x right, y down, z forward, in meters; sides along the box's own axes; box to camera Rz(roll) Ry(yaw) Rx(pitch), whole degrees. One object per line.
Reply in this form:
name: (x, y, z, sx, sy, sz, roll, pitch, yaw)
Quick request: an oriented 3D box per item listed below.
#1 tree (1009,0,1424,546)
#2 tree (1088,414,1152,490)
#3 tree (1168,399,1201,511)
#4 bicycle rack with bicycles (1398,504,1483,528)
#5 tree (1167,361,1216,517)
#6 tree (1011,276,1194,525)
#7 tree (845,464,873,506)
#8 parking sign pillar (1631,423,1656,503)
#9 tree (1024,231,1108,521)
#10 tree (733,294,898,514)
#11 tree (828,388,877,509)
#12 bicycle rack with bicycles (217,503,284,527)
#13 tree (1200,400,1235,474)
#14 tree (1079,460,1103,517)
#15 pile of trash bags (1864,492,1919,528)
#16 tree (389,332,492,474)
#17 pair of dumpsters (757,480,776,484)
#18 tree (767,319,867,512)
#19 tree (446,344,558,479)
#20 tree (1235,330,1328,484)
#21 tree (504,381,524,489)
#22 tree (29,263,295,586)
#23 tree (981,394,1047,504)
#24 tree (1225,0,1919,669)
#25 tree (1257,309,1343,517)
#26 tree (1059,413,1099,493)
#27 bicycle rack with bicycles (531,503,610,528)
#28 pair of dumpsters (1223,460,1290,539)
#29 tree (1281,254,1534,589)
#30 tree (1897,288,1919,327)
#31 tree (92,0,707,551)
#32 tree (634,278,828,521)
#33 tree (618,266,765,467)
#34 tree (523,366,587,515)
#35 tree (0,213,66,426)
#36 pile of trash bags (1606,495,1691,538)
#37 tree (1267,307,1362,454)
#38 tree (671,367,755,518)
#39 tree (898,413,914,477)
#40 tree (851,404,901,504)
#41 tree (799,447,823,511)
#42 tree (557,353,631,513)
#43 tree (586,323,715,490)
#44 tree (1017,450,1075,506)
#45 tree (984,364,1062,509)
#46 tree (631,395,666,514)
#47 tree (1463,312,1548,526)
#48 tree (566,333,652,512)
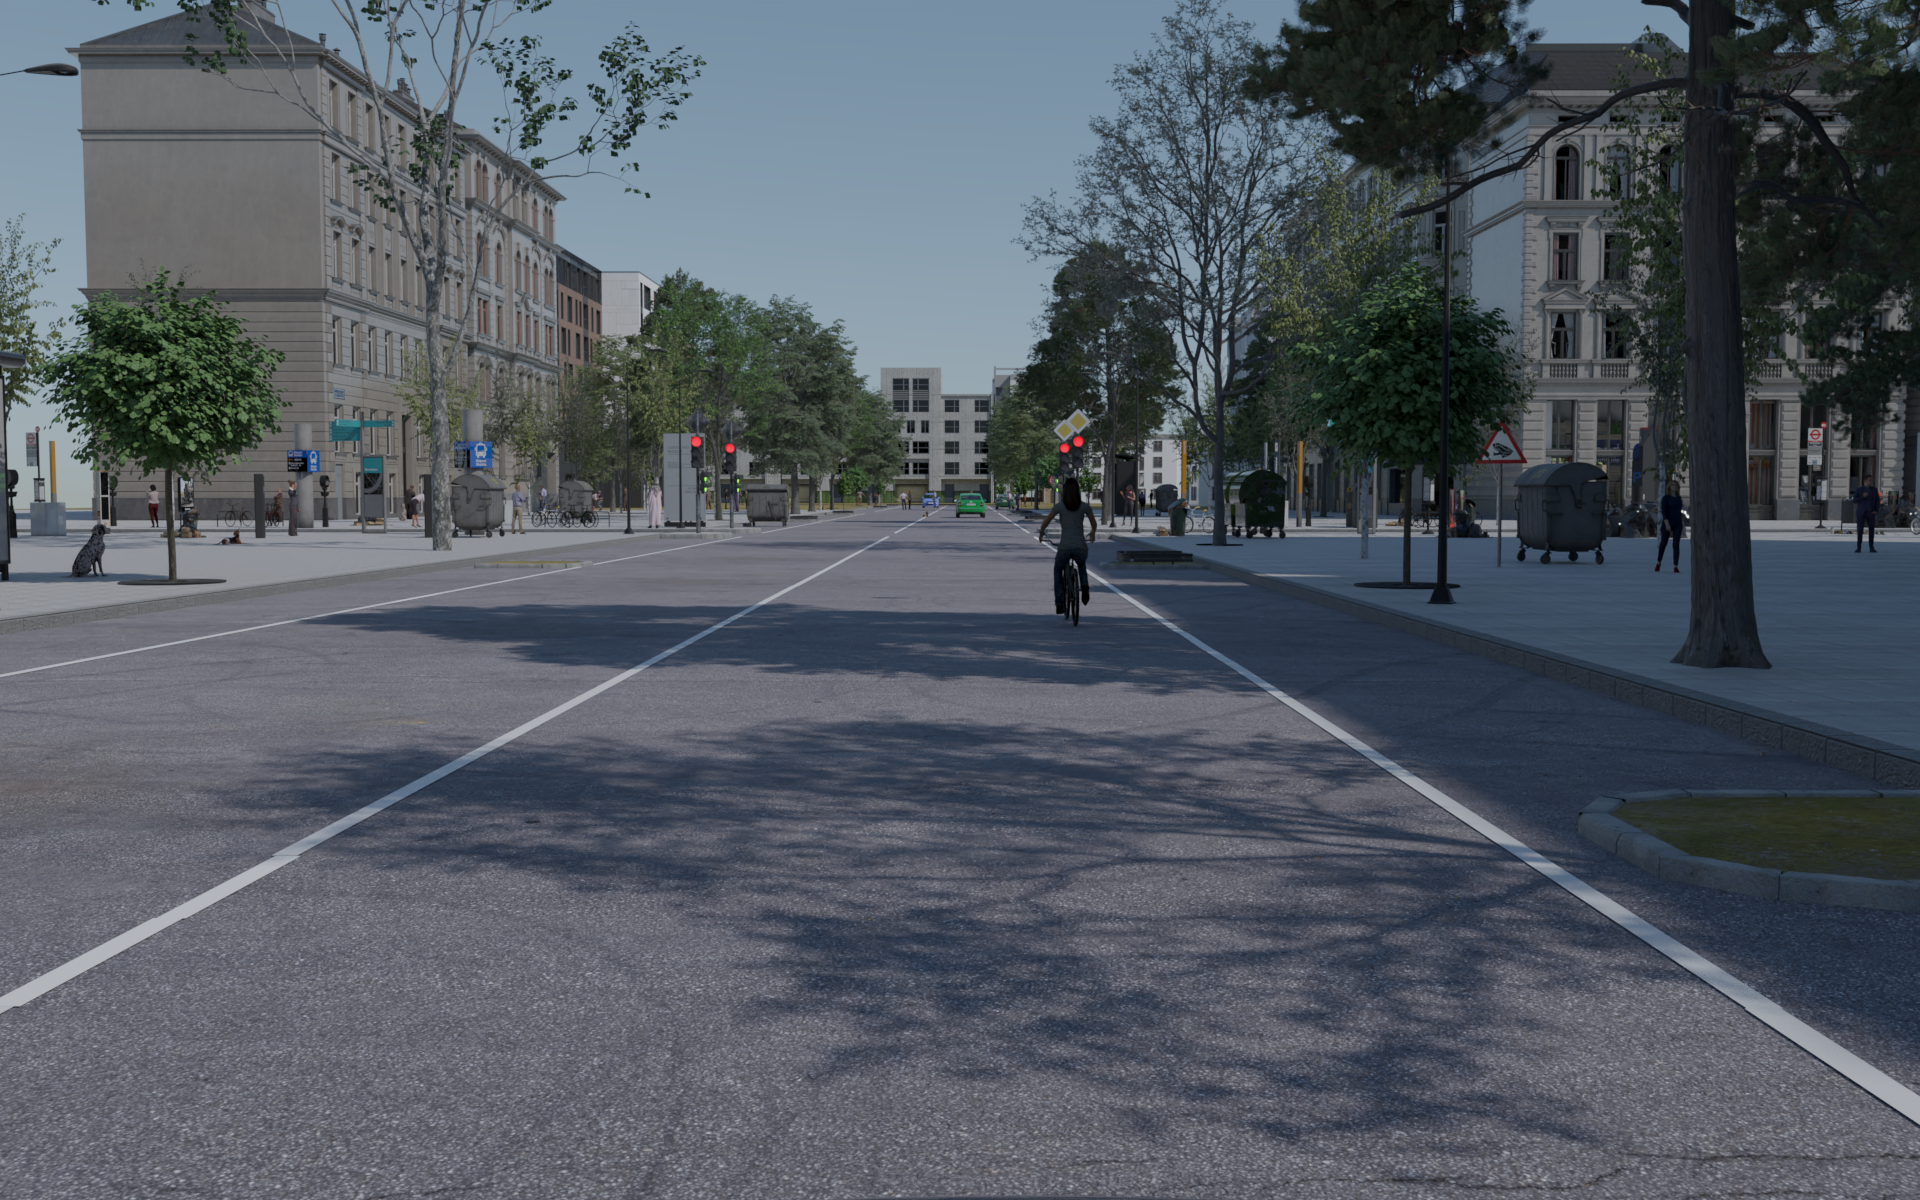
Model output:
tree: (6.306, -8.088, 42.615, 12.009, 13.543, 11.850, 0, 3, 0)
tree: (9.723, -9.627, 107.762, 4.737, 8.622, 4.395, 0, 3, 0)
tree: (17.766, -11.185, 133.232, 4.360, 8.622, 3.978, 0, 3, 0)
bicycle rack with bicycles: (18.030, -3.206, 65.803, 2.925, 0.926, 2.852, 3, 4, 37)
tree: (13.325, -8.710, 92.777, 4.737, 8.622, 4.395, 0, 3, 0)
tree: (5.828, -8.360, 71.092, 8.767, 10.594, 7.601, 1, 4, 21)
tree: (-11.014, -12.239, 183.818, 4.285, 4.588, 4.351, 0, 3, 0)
parking sign pillar: (25.917, -4.723, 65.690, 1.447, 3.967, 1.447, 3, 5, 41)
tree: (7.149, -10.728, 82.825, 7.806, 13.903, 7.818, 0, 3, 0)
tree: (-10.452, -12.388, 109.195, 9.857, 13.997, 8.962, 0, 3, 0)
tree: (-10.891, -13.671, 149.271, 9.928, 11.665, 9.643, 0, 3, 0)
bicycle rack with bicycles: (-27.786, -3.361, 68.329, 2.852, 0.926, 2.925, 0, 4, 7)
tree: (20.424, -10.834, 127.496, 4.360, 8.622, 3.978, 0, 3, 0)
tree: (6.933, -6.166, 95.413, 1.663, 3.219, 1.824, 0, 3, 0)
pile of trash bags: (35.437, -3.462, 66.362, 1.912, 1.369, 3.447, 1, 4, 14)
tree: (-23.209, -7.758, 77.204, 4.737, 8.622, 4.395, 0, 3, 0)
pair of dumpsters: (-13.403, -7.178, 119.851, 1.574, 2.255, 4.436, 0, 4, 0)
tree: (-10.559, -13.354, 125.764, 7.806, 13.903, 7.818, 0, 3, 0)
tree: (-22.683, -8.186, 84.202, 4.360, 8.622, 3.978, 0, 3, 0)
tree: (14.580, -7.568, 74.106, 4.360, 8.622, 3.978, 0, 3, 0)
tree: (-26.357, -9.528, 106.143, 4.737, 8.622, 4.395, 0, 3, 0)
tree: (-11.408, -2.518, 24.888, 4.285, 4.588, 4.351, 0, 3, 0)
tree: (7.151, -18.854, 214.918, 9.857, 13.997, 8.962, 0, 3, 0)
tree: (5.588, -6.450, 12.878, 7.806, 13.903, 7.818, 0, 3, 0)
tree: (20.304, -10.386, 95.559, 9.928, 11.665, 9.643, 0, 3, 0)
tree: (9.288, -11.172, 133.026, 4.360, 8.622, 3.978, 0, 3, 0)
bicycle rack with bicycles: (-14.754, -3.253, 66.574, 2.852, 0.926, 2.925, -3, 5, -43)
pair of dumpsters: (8.728, -3.007, 51.659, 1.574, 2.255, 4.436, 0, 4, 0)
tree: (6.264, -2.454, 23.837, 4.285, 4.588, 4.351, 0, 3, 0)
tree: (22.712, -5.411, 38.837, 4.360, 8.622, 3.978, 0, 3, 0)
tree: (-11.918, -11.099, 37.352, 12.611, 20.169, 13.585, 0, 3, 0)
tree: (-11.784, -9.656, 83.637, 9.928, 11.665, 9.643, 0, 3, 0)
tree: (-15.364, -11.603, 97.136, 7.806, 13.903, 7.818, 0, 3, 0)
tree: (-21.928, -9.176, 100.395, 4.737, 8.622, 4.395, 0, 3, 0)
tree: (-25.360, -5.807, 45.301, 4.737, 8.622, 4.395, 0, 3, 0)
pile of trash bags: (20.834, -2.530, 51.120, 3.447, 1.369, 1.912, 0, 3, 0)
tree: (19.117, -9.037, 82.165, 8.767, 10.594, 7.601, -2, 4, -26)
tree: (-12.854, -8.600, 90.980, 4.360, 8.622, 3.978, 0, 3, 0)
tree: (-10.445, -18.100, 202.588, 9.857, 13.997, 8.962, 0, 3, 0)
tree: (-10.903, -18.261, 216.690, 7.486, 12.596, 7.792, 0, 3, 0)
tree: (-10.962, -11.171, 133.014, 4.360, 8.622, 3.978, 0, 3, 0)
tree: (-20.044, -8.511, 89.513, 4.360, 8.622, 3.978, 0, 3, 0)
tree: (-13.072, -7.662, 75.636, 4.737, 8.622, 4.395, 0, 3, 0)
tree: (6.951, -8.818, 127.894, 4.285, 4.588, 4.351, 0, 3, 0)
tree: (6.365, -14.184, 150.043, 7.486, 12.596, 7.792, 0, 3, 0)
tree: (-19.692, -9.725, 109.361, 4.360, 8.622, 3.978, 0, 3, 0)
tree: (21.772, -7.342, 70.397, 4.360, 8.622, 3.978, 0, 3, 0)
tree: (-24.272, -12.508, 122.630, 7.486, 12.596, 7.792, 0, 3, 0)
